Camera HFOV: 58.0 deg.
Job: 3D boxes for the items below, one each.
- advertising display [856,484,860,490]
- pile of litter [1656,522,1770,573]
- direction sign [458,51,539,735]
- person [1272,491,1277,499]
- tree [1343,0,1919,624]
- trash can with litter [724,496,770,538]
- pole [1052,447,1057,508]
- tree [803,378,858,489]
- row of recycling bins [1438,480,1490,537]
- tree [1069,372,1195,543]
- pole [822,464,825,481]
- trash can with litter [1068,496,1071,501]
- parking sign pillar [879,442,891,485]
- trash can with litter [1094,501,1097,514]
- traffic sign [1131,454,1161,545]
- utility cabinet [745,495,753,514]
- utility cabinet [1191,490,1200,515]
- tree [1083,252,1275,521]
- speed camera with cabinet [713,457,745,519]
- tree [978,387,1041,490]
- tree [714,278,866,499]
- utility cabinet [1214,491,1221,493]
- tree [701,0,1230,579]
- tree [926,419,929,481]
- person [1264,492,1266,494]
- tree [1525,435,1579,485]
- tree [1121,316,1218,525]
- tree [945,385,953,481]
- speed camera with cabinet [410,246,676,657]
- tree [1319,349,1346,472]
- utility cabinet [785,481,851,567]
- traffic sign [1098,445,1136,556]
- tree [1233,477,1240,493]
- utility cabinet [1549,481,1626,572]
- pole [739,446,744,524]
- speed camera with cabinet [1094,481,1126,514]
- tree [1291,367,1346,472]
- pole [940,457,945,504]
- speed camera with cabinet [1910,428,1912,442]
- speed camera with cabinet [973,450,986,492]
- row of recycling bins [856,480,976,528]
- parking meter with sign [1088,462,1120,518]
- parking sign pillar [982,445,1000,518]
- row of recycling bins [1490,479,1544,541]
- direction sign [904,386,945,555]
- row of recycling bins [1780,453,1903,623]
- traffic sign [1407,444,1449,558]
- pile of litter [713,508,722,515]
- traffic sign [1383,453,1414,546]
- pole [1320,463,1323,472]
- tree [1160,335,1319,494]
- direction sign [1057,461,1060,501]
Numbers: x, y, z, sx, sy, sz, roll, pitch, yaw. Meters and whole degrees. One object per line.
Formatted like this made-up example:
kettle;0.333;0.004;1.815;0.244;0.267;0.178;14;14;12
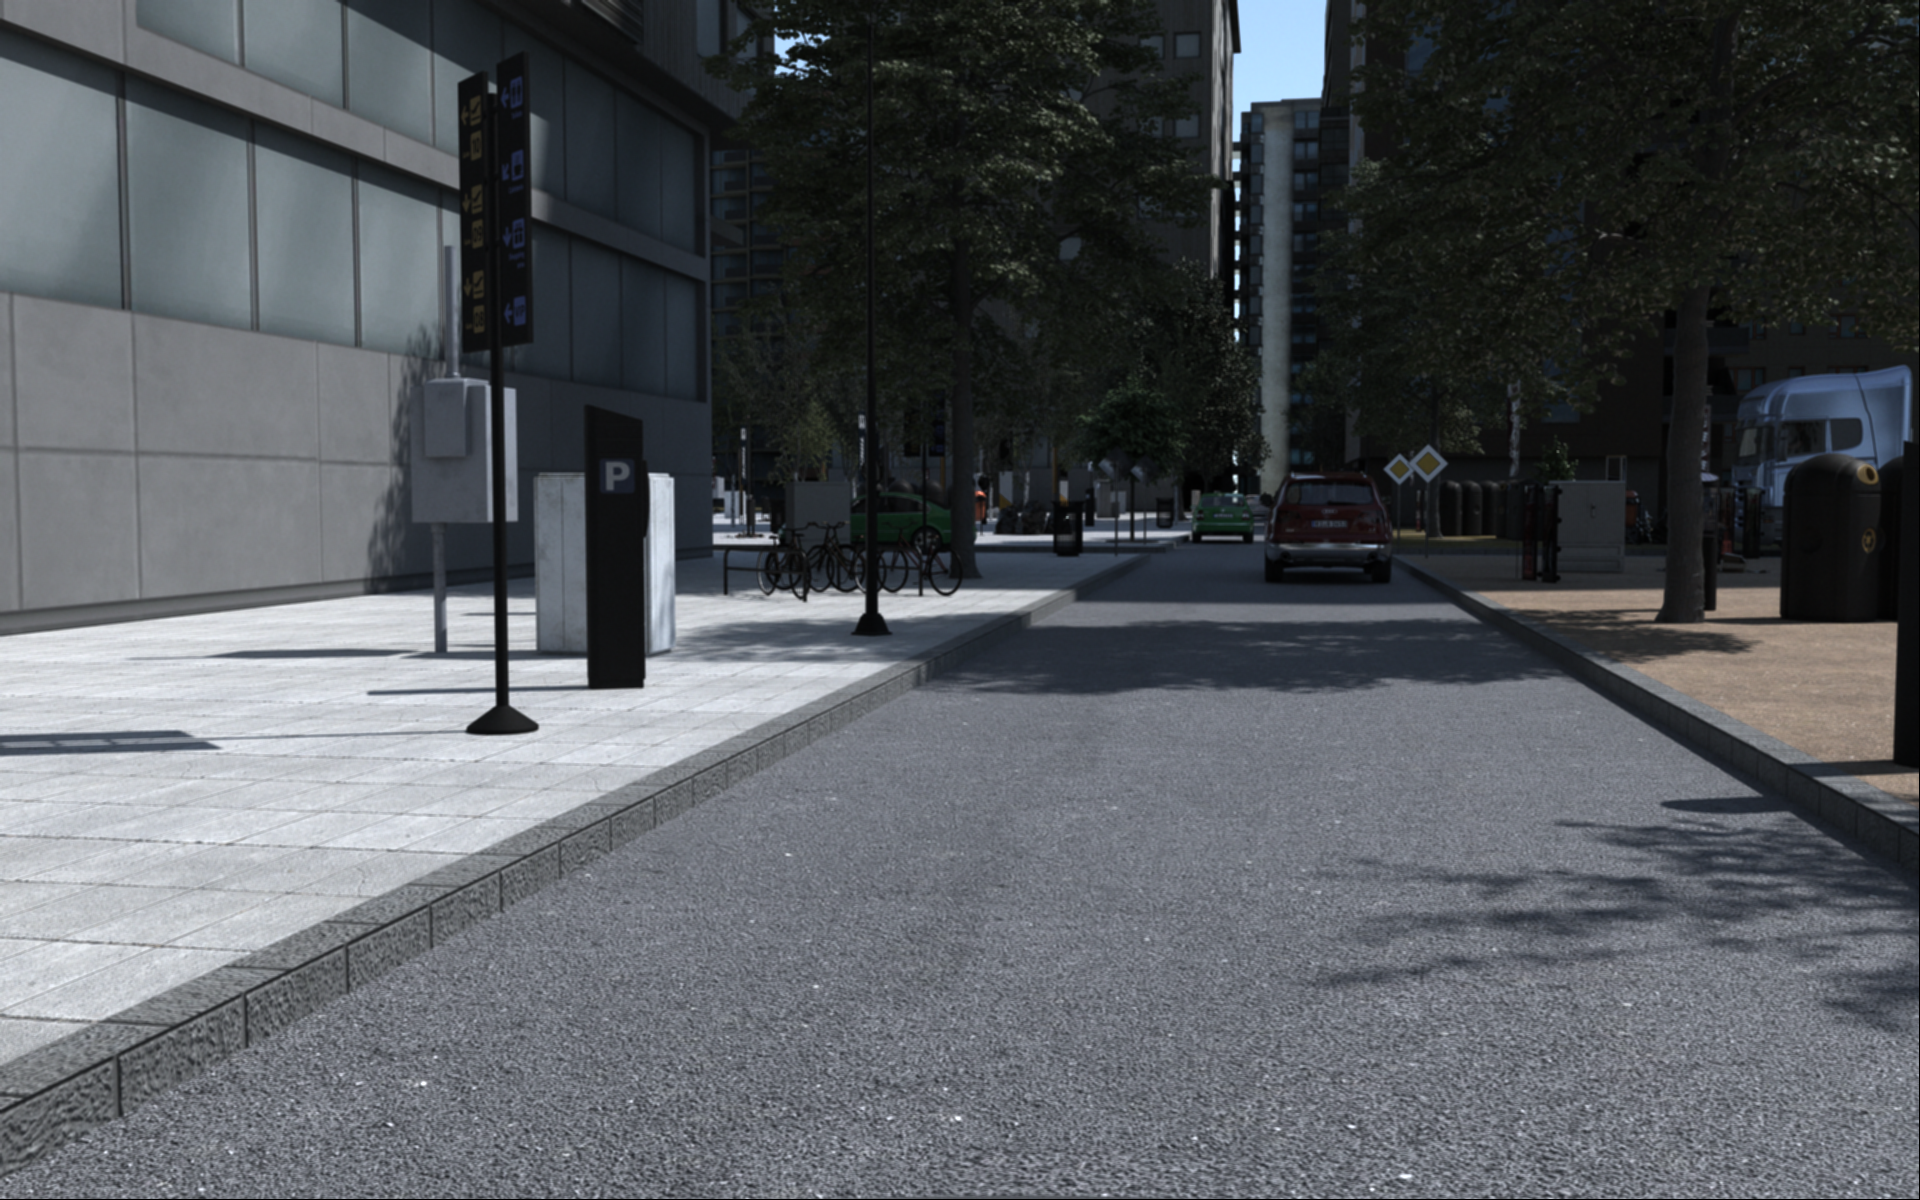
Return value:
advertising display;-6.463;-6.784;116.125;0.974;1.923;0.123;0;4;8
pile of litter;12.423;-0.890;28.512;1.719;0.858;1.176;2;4;30
direction sign;-2.481;-1.058;9.293;0.379;3.537;0.876;-3;4;-38
person;32.038;-10.178;175.645;0.721;1.736;1.217;-1;4;-22
tree;7.635;-6.037;16.831;7.486;12.596;7.792;0;3;0
trash can with litter;-6.370;-2.441;50.969;1.678;1.210;2.233;1;4;9
pole;4.121;-4.988;75.400;0.158;3.312;0.155;0;3;0
tree;-8.783;-8.975;97.097;4.737;8.622;4.395;0;3;0
row of recycling bins;15.892;-2.828;53.345;3.534;1.692;1.069;-3;4;-37
tree;4.699;-3.826;46.264;4.285;4.588;4.351;0;3;0
pole;-8.540;-7.012;108.485;0.158;3.312;0.155;0;3;0
trash can with litter;7.060;-6.601;119.306;1.055;1.170;0.624;-2;4;-33
parking sign pillar;-4.262;-6.249;90.642;1.447;3.967;1.447;1;4;23
trash can with litter;8.260;-5.702;104.609;1.055;1.170;0.624;1;4;11
traffic sign;4.653;-2.439;43.514;0.795;2.450;0.064;1;4;10
utility cabinet;-13.698;-6.076;110.506;1.020;1.237;0.306;3;4;36
utility cabinet;13.999;-5.750;102.684;0.318;1.500;1.173;1;4;19
tree;10.314;-10.122;82.496;9.611;12.733;9.660;0;3;0
speed camera with cabinet;-12.281;-5.922;91.161;2.038;3.252;0.660;2;4;30
tree;3.230;-10.228;117.595;4.737;8.622;4.395;0;3;0
tree;-5.777;-6.598;58.237;4.360;8.622;3.978;0;3;0
utility cabinet;17.196;-6.543;115.650;0.318;1.500;1.173;0;4;1
tree;0.064;-6.573;25.596;7.486;12.596;7.792;0;3;0
tree;-3.085;-8.783;93.963;4.360;8.622;3.978;0;3;0
person;29.875;-9.748;169.348;0.415;1.643;0.593;-3;5;-44
tree;19.196;-3.768;56.202;1.663;3.219;1.824;0;3;0
tree;8.659;-7.369;70.849;4.737;8.622;4.395;0;3;0
tree;1.425;-8.249;85.232;4.360;8.622;3.978;0;3;0
speed camera with cabinet;-3.359;-1.200;13.964;2.038;3.252;0.660;1;4;12
tree;26.376;-11.960;121.303;9.928;11.665;9.643;0;3;0
utility cabinet;-2.501;-1.332;30.460;1.173;1.500;0.318;-3;4;-37
traffic sign;3.226;-1.958;35.657;0.795;2.450;0.064;1;4;10
tree;25.543;-10.344;163.718;1.663;3.219;1.824;0;3;0
utility cabinet;10.263;-1.206;28.390;1.173;1.500;0.318;1;4;15
pole;-9.252;-4.856;73.242;0.158;3.312;0.155;0;3;0
speed camera with cabinet;9.827;-7.291;113.549;2.038;3.252;0.660;-1;4;-13
tree;21.438;-9.102;99.177;4.360;8.622;3.978;0;3;0
pole;-0.744;-4.941;74.629;0.158;3.312;0.155;0;3;0
speed camera with cabinet;29.033;-3.508;51.699;0.660;3.252;2.038;-1;4;-17
speed camera with cabinet;0.422;-5.106;77.818;0.660;3.252;2.038;-2;4;-31
row of recycling bins;-1.289;-2.686;51.033;3.534;1.692;1.069;-1;4;-9
parking meter with sign;7.616;-5.824;91.482;1.738;3.016;0.543;-2;4;-29
parking sign pillar;1.636;-6.317;91.761;1.447;3.967;1.447;-2;4;-33
row of recycling bins;15.891;-2.558;48.944;1.069;1.692;3.534;1;4;8
direction sign;-0.742;-2.706;36.235;0.876;3.537;0.379;1;4;12
row of recycling bins;10.185;-0.647;17.698;3.534;1.692;1.069;0;4;-2
traffic sign;9.317;-1.889;34.534;0.795;2.450;0.064;1;4;10
pile of litter;-16.775;-6.364;118.022;1.176;0.858;1.719;2;4;33
traffic sign;10.745;-2.370;42.391;0.795;2.450;0.064;1;4;10
pole;23.905;-7.377;114.462;0.158;3.312;0.155;0;3;0
tree;15.969;-11.406;112.244;9.928;11.665;9.643;0;3;0
direction sign;6.468;-7.482;114.325;0.379;3.537;0.876;-2;4;-30
